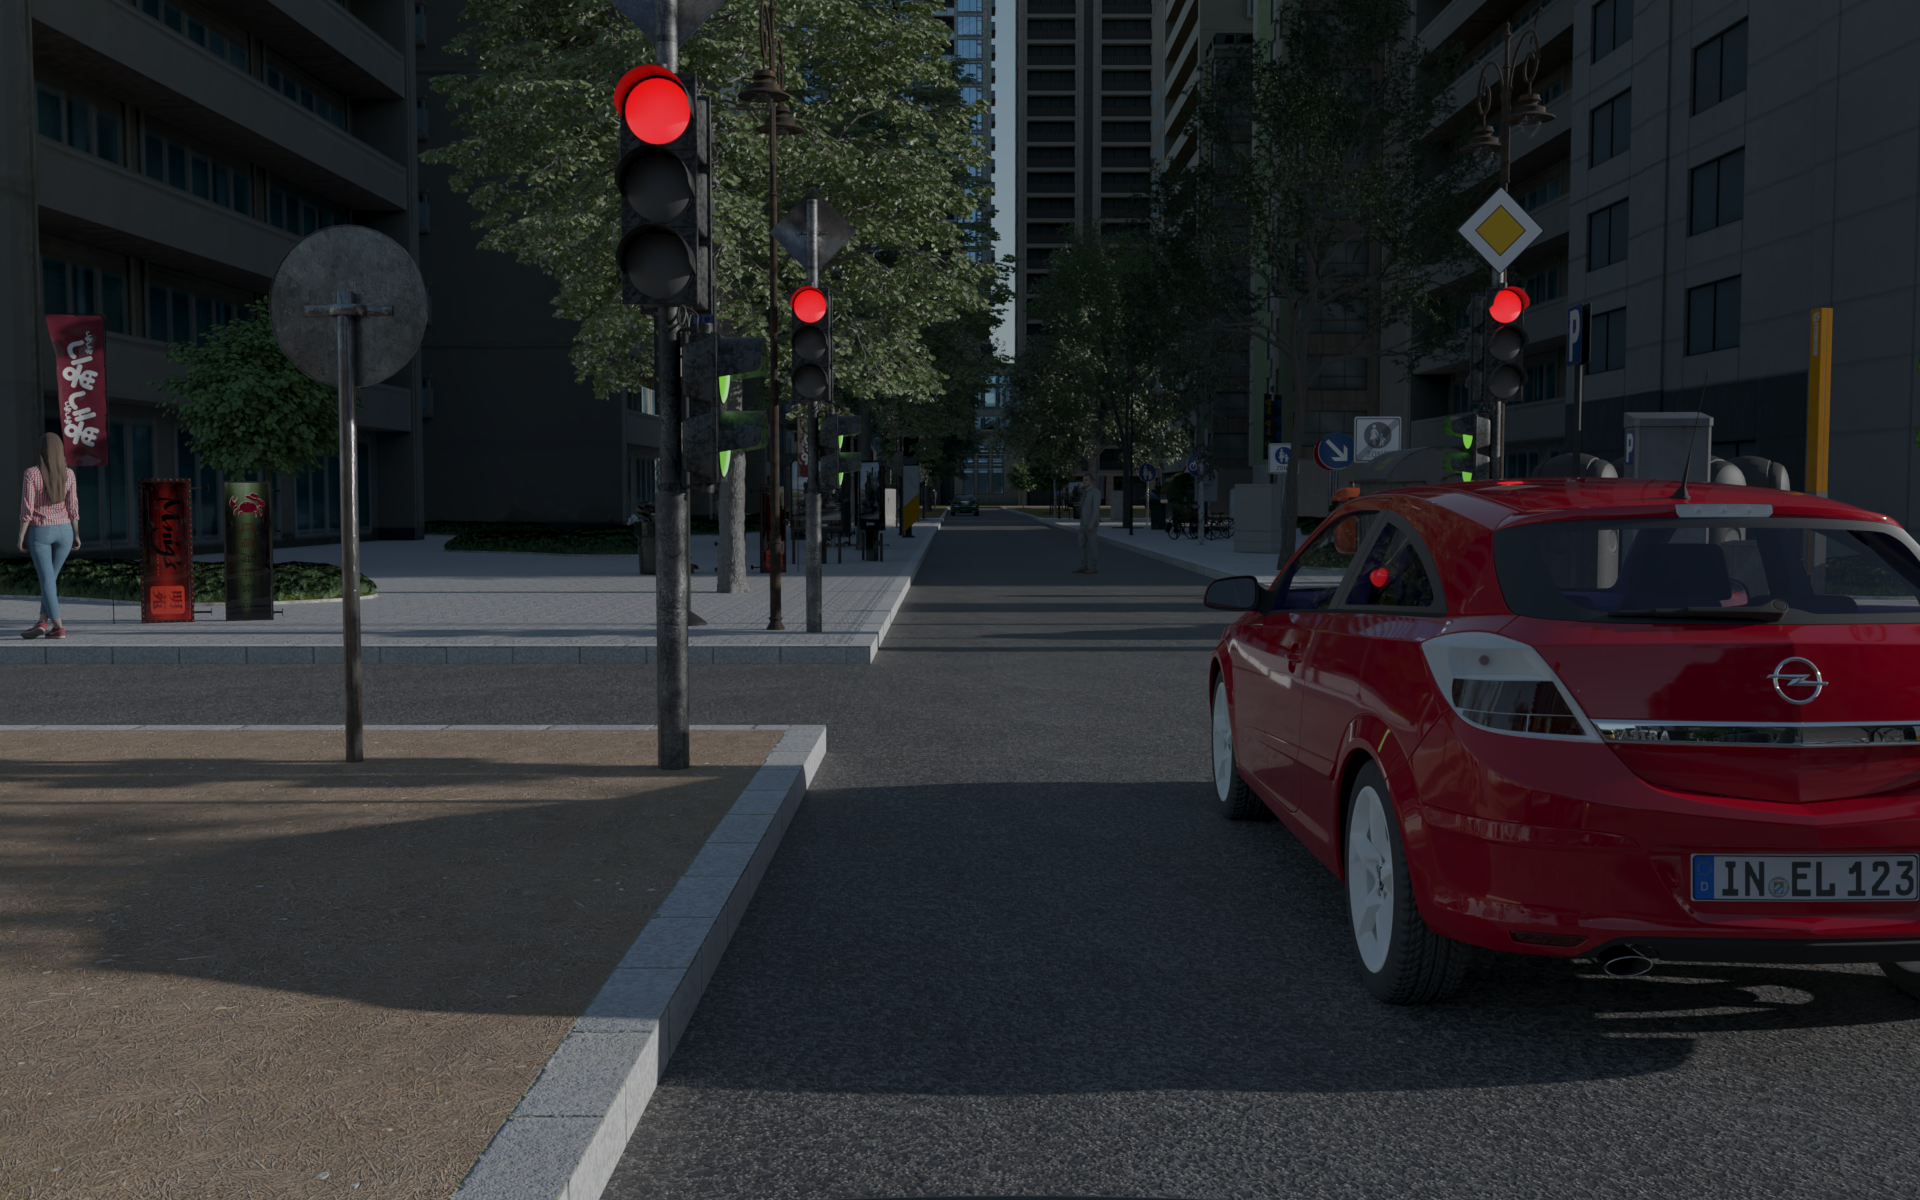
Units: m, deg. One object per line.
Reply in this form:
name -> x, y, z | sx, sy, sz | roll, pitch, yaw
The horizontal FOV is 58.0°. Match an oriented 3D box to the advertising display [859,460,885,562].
advertising display -> -1.684, -1.709, 33.163 | 0.123, 1.923, 0.974 | -2, 4, -27

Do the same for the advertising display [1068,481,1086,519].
advertising display -> 5.963, -5.086, 88.369 | 0.974, 1.923, 0.123 | 2, 4, 27

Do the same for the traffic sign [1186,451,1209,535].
traffic sign -> 7.147, -3.161, 51.781 | 0.768, 2.556, 0.104 | 0, 4, 4

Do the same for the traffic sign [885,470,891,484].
traffic sign -> -3.192, -4.293, 72.317 | 0.606, 2.300, 0.079 | 1, 4, 9

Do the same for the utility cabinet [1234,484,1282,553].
utility cabinet -> 6.496, -1.778, 37.757 | 0.318, 1.500, 1.173 | -2, 4, -33

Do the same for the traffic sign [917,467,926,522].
traffic sign -> -1.909, -4.808, 78.719 | 0.768, 2.556, 0.104 | 0, 4, 4

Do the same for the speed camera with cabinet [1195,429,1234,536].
speed camera with cabinet -> 8.177, -3.566, 52.646 | 2.038, 3.252, 0.660 | 1, 4, 11

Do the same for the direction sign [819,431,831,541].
direction sign -> -3.704, -3.383, 47.315 | 0.876, 3.537, 0.379 | 2, 4, 31

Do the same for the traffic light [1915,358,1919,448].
traffic light -> 4.938, -1.168, 8.020 | 0.839, 4.253, 0.868 | 0, 3, 0

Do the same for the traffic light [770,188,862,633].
traffic light -> -1.337, -1.655, 15.978 | 0.839, 4.253, 0.868 | 0, 3, 0

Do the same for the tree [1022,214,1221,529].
tree -> 6.157, -8.481, 64.420 | 9.928, 11.665, 9.643 | 0, 3, 0

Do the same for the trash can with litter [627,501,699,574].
trash can with litter -> -4.761, -1.005, 27.816 | 0.624, 1.170, 1.055 | 3, 5, 44

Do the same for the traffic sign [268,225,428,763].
traffic sign -> -2.904, -0.497, 8.229 | 0.768, 2.556, 0.104 | 0, 4, 3

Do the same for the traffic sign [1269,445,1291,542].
traffic sign -> 6.547, -2.015, 35.073 | 0.606, 2.300, 0.079 | 1, 4, 9

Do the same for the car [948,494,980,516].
car -> 0.313, -6.276, 114.411 | 2.131, 1.459, 4.920 | 0, 4, -1

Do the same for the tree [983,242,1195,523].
tree -> 5.835, -9.836, 77.829 | 9.611, 12.733, 9.660 | 0, 3, 0

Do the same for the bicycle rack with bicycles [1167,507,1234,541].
bicycle rack with bicycles -> 7.137, -2.170, 48.860 | 2.925, 0.926, 2.852 | -2, 4, -24

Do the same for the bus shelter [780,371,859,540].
bus shelter -> -4.109, -4.584, 52.585 | 2.179, 5.291, 8.768 | 0, 4, 0

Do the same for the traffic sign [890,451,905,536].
traffic sign -> -1.682, -3.136, 51.383 | 0.768, 2.556, 0.104 | 0, 4, 2

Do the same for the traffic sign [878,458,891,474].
traffic sign -> -2.940, -3.883, 63.227 | 0.795, 2.593, 0.064 | 0, 4, 1

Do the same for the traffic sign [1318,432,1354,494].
traffic sign -> 7.734, -2.171, 35.597 | 0.768, 2.556, 0.104 | 0, 4, 5

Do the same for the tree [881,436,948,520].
tree -> -2.247, -6.193, 84.971 | 4.285, 4.588, 4.351 | 0, 3, 0

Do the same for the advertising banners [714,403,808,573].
advertising banners -> -3.061, -1.949, 28.052 | 2.074, 3.025, 0.090 | -3, 4, -38

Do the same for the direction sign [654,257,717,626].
direction sign -> -2.674, -1.523, 16.895 | 0.876, 3.537, 0.379 | 3, 5, 39

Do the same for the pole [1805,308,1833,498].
pole -> 9.467, -1.546, 19.123 | 0.158, 3.312, 0.155 | 0, 3, 0

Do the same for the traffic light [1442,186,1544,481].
traffic light -> 4.924, -1.657, 16.006 | 0.839, 4.253, 0.868 | 0, 3, 0

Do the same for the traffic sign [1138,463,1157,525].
traffic sign -> 7.797, -4.398, 72.016 | 0.768, 2.556, 0.104 | 1, 4, 9

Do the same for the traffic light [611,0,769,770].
traffic light -> -1.323, -1.166, 7.993 | 0.839, 4.253, 0.868 | 0, 3, 0

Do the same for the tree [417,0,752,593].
tree -> -3.401, -6.369, 22.261 | 7.486, 12.596, 7.792 | 0, 3, 0

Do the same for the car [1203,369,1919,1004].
car -> 2.038, 0.164, 6.355 | 2.155, 1.783, 4.494 | 0, 4, 0

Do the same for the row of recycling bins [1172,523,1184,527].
row of recycling bins -> 8.550, -3.845, 69.985 | 1.069, 1.692, 3.534 | 1, 4, 11

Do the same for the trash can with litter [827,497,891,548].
trash can with litter -> -2.543, -1.929, 42.589 | 2.233, 1.210, 1.678 | -2, 4, -33

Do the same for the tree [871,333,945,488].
tree -> -2.276, -7.283, 69.435 | 4.360, 8.622, 3.978 | 0, 3, 0

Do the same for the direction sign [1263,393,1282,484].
direction sign -> 7.095, -2.898, 39.387 | 0.379, 3.537, 0.876 | 2, 4, 35

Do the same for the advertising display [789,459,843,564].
advertising display -> -2.635, -1.624, 31.766 | 0.974, 1.923, 0.123 | -1, 4, -12

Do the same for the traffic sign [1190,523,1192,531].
traffic sign -> 7.791, -3.565, 58.296 | 0.884, 2.594, 0.081 | 0, 4, 1

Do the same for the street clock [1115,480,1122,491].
street clock -> 8.041, -5.098, 87.924 | 0.358, 2.002, 0.471 | 0, 4, -6

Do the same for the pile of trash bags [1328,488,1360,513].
pile of trash bags -> 6.907, -0.900, 24.475 | 3.447, 1.369, 1.912 | 0, 4, -5

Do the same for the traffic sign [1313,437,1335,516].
traffic sign -> 8.051, -2.297, 37.655 | 0.768, 2.556, 0.104 | 0, 4, 4

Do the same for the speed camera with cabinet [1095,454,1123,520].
speed camera with cabinet -> 7.351, -5.515, 84.500 | 2.038, 3.252, 0.660 | 1, 4, 12

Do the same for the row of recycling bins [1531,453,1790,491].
row of recycling bins -> 7.392, -0.673, 18.114 | 3.534, 1.692, 1.069 | -2, 4, -29

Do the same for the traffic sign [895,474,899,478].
traffic sign -> -1.998, -3.816, 62.495 | 0.768, 2.556, 0.104 | 0, 4, 4

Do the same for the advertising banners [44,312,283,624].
advertising banners -> -7.859, -1.283, 17.171 | 2.074, 3.025, 0.090 | -2, 4, -24

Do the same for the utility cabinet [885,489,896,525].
utility cabinet -> -3.072, -3.796, 70.751 | 0.318, 1.500, 1.173 | 3, 5, 39

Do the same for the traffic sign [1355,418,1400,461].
traffic sign -> 5.520, -1.275, 22.968 | 0.606, 2.300, 0.079 | 0, 4, 4

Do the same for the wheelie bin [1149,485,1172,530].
wheelie bin -> 7.195, -3.330, 62.351 | 0.980, 1.594, 0.693 | -3, 4, -38
